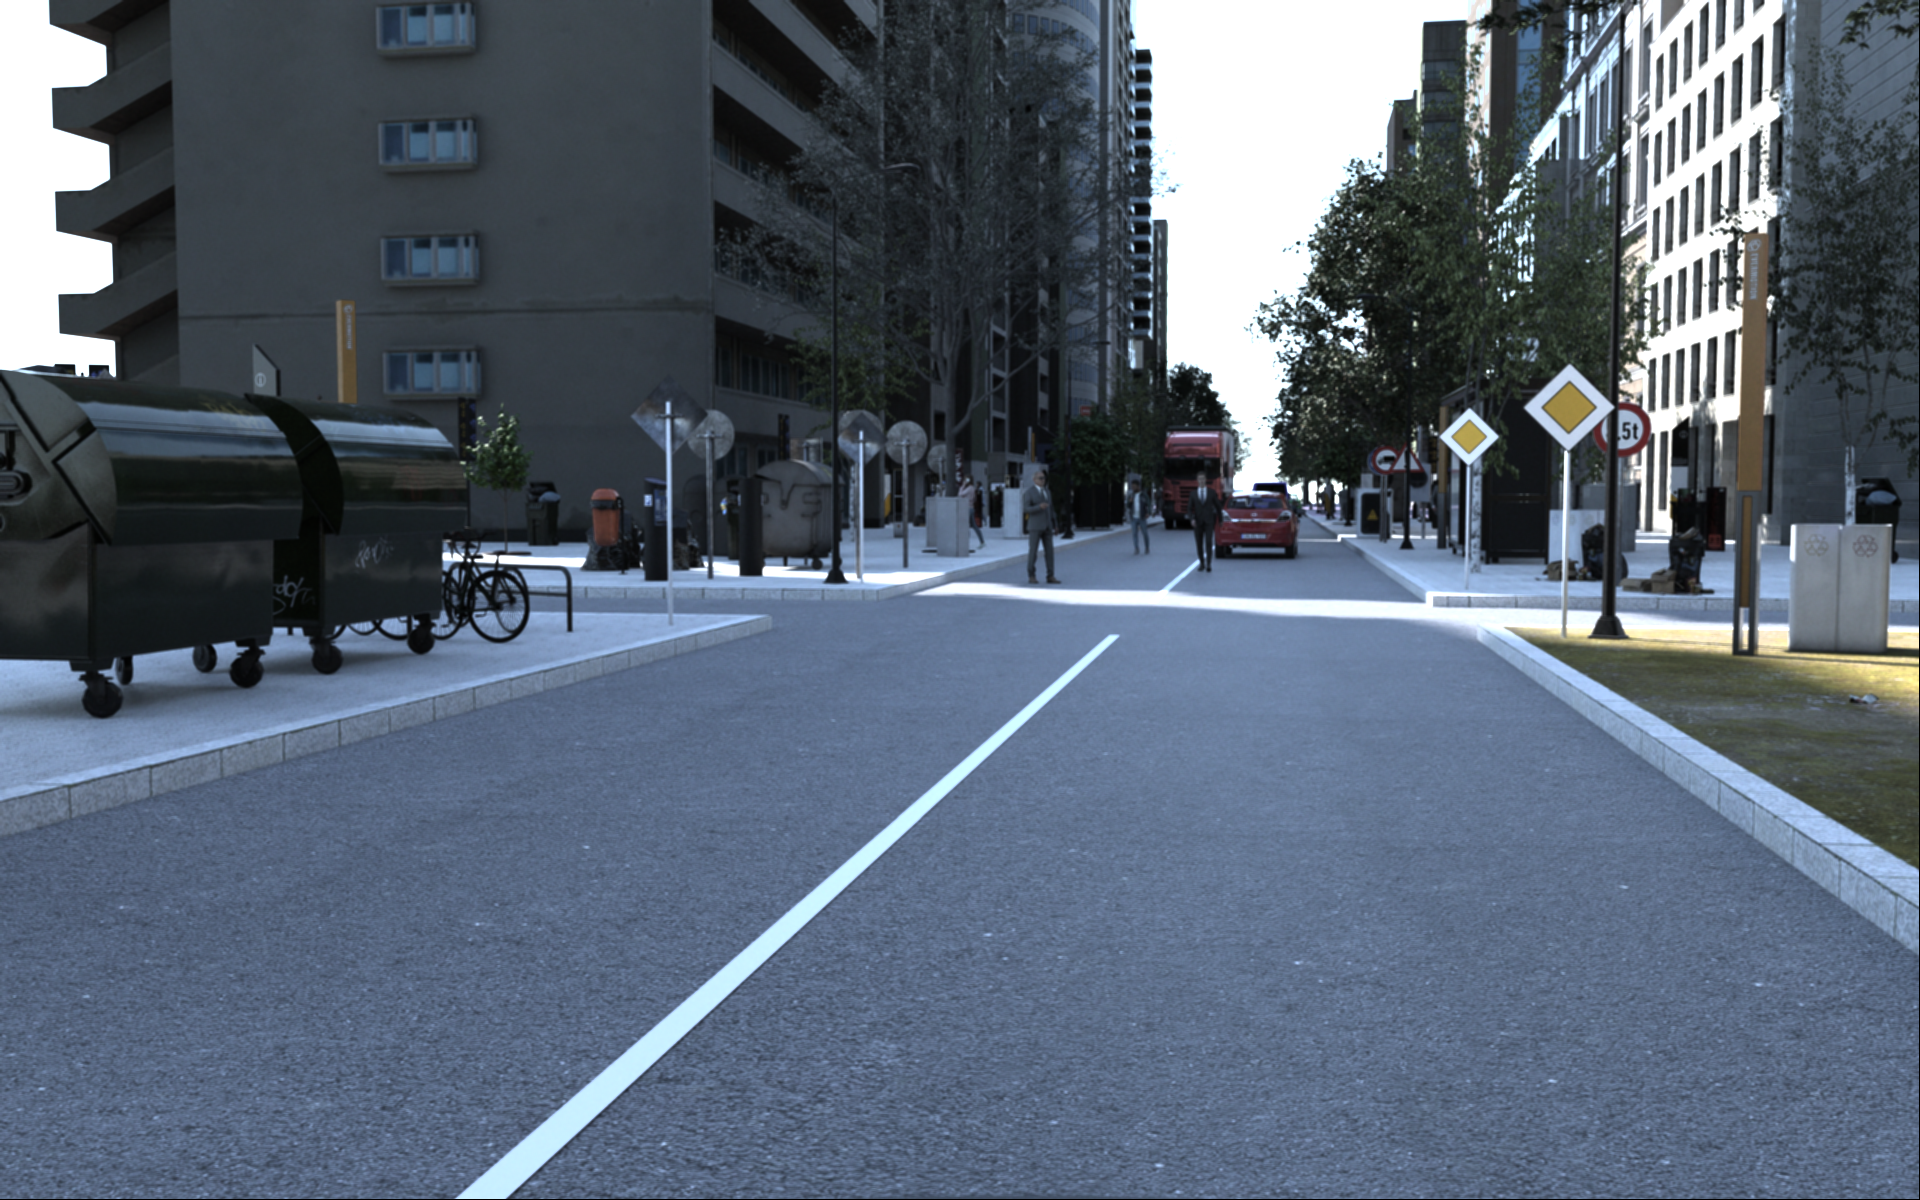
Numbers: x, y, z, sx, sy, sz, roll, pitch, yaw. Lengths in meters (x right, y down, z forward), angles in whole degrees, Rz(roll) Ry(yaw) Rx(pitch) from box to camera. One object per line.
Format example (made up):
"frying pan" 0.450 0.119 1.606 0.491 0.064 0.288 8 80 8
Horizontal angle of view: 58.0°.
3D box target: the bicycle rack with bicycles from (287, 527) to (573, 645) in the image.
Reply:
"bicycle rack with bicycles" -4.817 -0.144 15.730 2.925 0.926 2.852 3 4 37

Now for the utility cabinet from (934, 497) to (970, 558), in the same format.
"utility cabinet" -0.141 -1.488 35.488 0.306 1.237 1.020 -2 4 -25

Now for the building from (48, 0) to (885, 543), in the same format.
"building" -15.204 -26.425 55.748 21.300 48.544 21.600 1 4 10

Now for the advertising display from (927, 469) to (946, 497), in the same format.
"advertising display" -0.513 -2.419 44.758 0.123 1.923 0.974 3 4 38

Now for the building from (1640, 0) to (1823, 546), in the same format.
"building" 26.969 -11.923 49.699 10.420 20.320 16.860 1 4 10

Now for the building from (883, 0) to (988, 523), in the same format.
"building" -6.739 -18.917 80.995 14.160 30.474 14.107 1 4 10

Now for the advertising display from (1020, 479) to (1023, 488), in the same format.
"advertising display" 2.658 -4.072 71.792 0.123 1.923 0.974 -1 4 -14

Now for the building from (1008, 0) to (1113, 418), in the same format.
"building" 1.362 -37.181 149.915 21.231 58.520 28.212 1 4 10

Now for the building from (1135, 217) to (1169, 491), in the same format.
"building" 22.716 -34.715 251.177 14.154 41.232 14.086 1 4 10

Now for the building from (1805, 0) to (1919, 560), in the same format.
"building" 33.472 -15.563 31.946 29.804 29.767 11.434 1 4 10

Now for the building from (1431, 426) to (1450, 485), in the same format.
"building" 48.195 -49.874 128.116 22.319 86.520 31.000 1 4 10

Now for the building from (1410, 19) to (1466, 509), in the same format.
"building" 47.124 -28.687 152.625 14.154 41.232 14.086 1 4 10

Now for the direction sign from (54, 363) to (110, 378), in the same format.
"direction sign" -15.217 -2.332 30.124 0.876 3.537 0.379 -1 4 -20

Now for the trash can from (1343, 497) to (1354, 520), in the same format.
"trash can" 19.079 -4.471 84.759 0.748 1.137 0.748 0 3 0

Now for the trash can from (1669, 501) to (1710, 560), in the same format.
"trash can" 14.260 -1.361 33.899 0.748 1.137 0.748 0 3 0

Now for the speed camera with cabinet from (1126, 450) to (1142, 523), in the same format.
"speed camera with cabinet" 7.742 -5.048 76.878 0.660 3.252 2.038 1 4 9

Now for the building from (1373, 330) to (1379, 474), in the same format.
"building" 61.795 -33.398 229.643 14.154 41.232 14.086 1 4 10

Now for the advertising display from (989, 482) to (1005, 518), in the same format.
"advertising display" 2.087 -5.467 94.603 0.974 1.923 0.123 -1 4 -18

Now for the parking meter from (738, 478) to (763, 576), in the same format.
"parking meter" -3.282 -1.146 27.151 0.372 1.533 0.369 0 3 0

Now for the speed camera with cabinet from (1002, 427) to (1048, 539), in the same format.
"speed camera with cabinet" 1.922 -3.416 50.186 0.660 3.252 2.038 2 4 25

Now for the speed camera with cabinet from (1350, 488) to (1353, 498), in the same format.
"speed camera with cabinet" 20.380 -5.666 86.967 2.038 3.252 0.660 -2 4 -33

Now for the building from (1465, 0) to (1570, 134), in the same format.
"building" 39.288 -27.999 107.902 14.600 45.320 14.200 1 4 10

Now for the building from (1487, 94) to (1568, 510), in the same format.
"building" 32.788 -14.178 86.559 10.420 20.320 16.860 1 4 10

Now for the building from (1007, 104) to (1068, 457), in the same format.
"building" 0.204 -21.885 129.517 14.160 30.474 14.107 1 4 10

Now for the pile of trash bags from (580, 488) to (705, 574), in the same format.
"pile of trash bags" -5.494 -1.183 29.103 1.912 1.369 3.447 0 4 5

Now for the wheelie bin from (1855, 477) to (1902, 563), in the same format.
"wheelie bin" 17.005 -1.486 32.198 0.693 1.594 0.980 -1 4 -14

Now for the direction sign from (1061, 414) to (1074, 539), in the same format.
"direction sign" 3.078 -3.526 49.655 0.379 3.537 0.876 1 4 12

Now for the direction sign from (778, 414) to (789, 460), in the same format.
"direction sign" -5.004 -3.504 49.291 0.379 3.537 0.876 1 4 13

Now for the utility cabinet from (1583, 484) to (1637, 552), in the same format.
"utility cabinet" 14.445 -1.828 38.571 0.318 1.500 1.173 -2 4 -34

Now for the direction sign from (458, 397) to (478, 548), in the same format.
"direction sign" -11.615 -2.990 40.887 0.379 3.537 0.876 1 4 9

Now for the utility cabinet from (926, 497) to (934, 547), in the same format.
"utility cabinet" -0.308 -1.884 41.957 1.020 1.237 0.306 -1 4 -10

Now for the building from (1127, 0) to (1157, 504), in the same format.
"building" 15.366 -55.951 227.472 22.319 86.520 31.000 1 4 10

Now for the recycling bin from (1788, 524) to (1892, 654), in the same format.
"recycling bin" 7.279 -0.108 14.320 0.722 1.027 0.722 2 4 29

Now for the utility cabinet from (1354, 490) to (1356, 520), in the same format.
"utility cabinet" 19.414 -4.548 83.032 0.318 1.500 1.173 -2 4 -32

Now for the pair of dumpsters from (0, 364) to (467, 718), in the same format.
"pair of dumpsters" -5.078 -0.576 11.907 1.574 2.255 4.437 1 4 10

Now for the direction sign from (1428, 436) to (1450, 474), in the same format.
"direction sign" 18.550 -4.588 67.005 0.876 3.537 0.379 0 4 7

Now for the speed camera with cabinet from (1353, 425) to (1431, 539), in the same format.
"speed camera with cabinet" 12.537 -3.407 50.036 2.038 3.252 0.660 1 4 19

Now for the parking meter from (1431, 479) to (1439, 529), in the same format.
"parking meter" 17.741 -3.587 64.353 0.399 1.863 0.255 2 4 34

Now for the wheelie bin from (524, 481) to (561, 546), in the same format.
"wheelie bin" -10.338 -2.142 42.923 0.980 1.594 0.693 1 4 16

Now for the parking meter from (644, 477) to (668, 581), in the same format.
"parking meter" -4.488 -1.055 25.655 0.372 1.533 0.369 0 3 0

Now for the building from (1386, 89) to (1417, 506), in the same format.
"building" 54.418 -33.124 191.696 14.600 45.320 14.200 1 4 10

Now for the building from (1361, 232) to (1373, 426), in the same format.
"building" 63.988 -36.291 243.468 14.600 45.320 14.200 1 4 10

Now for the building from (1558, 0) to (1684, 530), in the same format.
"building" 31.657 -17.225 67.537 13.634 28.700 20.117 1 4 10

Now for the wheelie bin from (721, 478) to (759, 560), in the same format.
"wheelie bin" -4.182 -1.577 33.699 0.980 1.594 0.693 0 4 -1

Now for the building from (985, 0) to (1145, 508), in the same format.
"building" 11.224 -46.709 201.939 20.563 71.187 20.611 1 4 10

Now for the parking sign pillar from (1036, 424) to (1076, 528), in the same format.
"parking sign pillar" 3.583 -4.782 66.654 1.447 3.967 1.447 1 4 21
